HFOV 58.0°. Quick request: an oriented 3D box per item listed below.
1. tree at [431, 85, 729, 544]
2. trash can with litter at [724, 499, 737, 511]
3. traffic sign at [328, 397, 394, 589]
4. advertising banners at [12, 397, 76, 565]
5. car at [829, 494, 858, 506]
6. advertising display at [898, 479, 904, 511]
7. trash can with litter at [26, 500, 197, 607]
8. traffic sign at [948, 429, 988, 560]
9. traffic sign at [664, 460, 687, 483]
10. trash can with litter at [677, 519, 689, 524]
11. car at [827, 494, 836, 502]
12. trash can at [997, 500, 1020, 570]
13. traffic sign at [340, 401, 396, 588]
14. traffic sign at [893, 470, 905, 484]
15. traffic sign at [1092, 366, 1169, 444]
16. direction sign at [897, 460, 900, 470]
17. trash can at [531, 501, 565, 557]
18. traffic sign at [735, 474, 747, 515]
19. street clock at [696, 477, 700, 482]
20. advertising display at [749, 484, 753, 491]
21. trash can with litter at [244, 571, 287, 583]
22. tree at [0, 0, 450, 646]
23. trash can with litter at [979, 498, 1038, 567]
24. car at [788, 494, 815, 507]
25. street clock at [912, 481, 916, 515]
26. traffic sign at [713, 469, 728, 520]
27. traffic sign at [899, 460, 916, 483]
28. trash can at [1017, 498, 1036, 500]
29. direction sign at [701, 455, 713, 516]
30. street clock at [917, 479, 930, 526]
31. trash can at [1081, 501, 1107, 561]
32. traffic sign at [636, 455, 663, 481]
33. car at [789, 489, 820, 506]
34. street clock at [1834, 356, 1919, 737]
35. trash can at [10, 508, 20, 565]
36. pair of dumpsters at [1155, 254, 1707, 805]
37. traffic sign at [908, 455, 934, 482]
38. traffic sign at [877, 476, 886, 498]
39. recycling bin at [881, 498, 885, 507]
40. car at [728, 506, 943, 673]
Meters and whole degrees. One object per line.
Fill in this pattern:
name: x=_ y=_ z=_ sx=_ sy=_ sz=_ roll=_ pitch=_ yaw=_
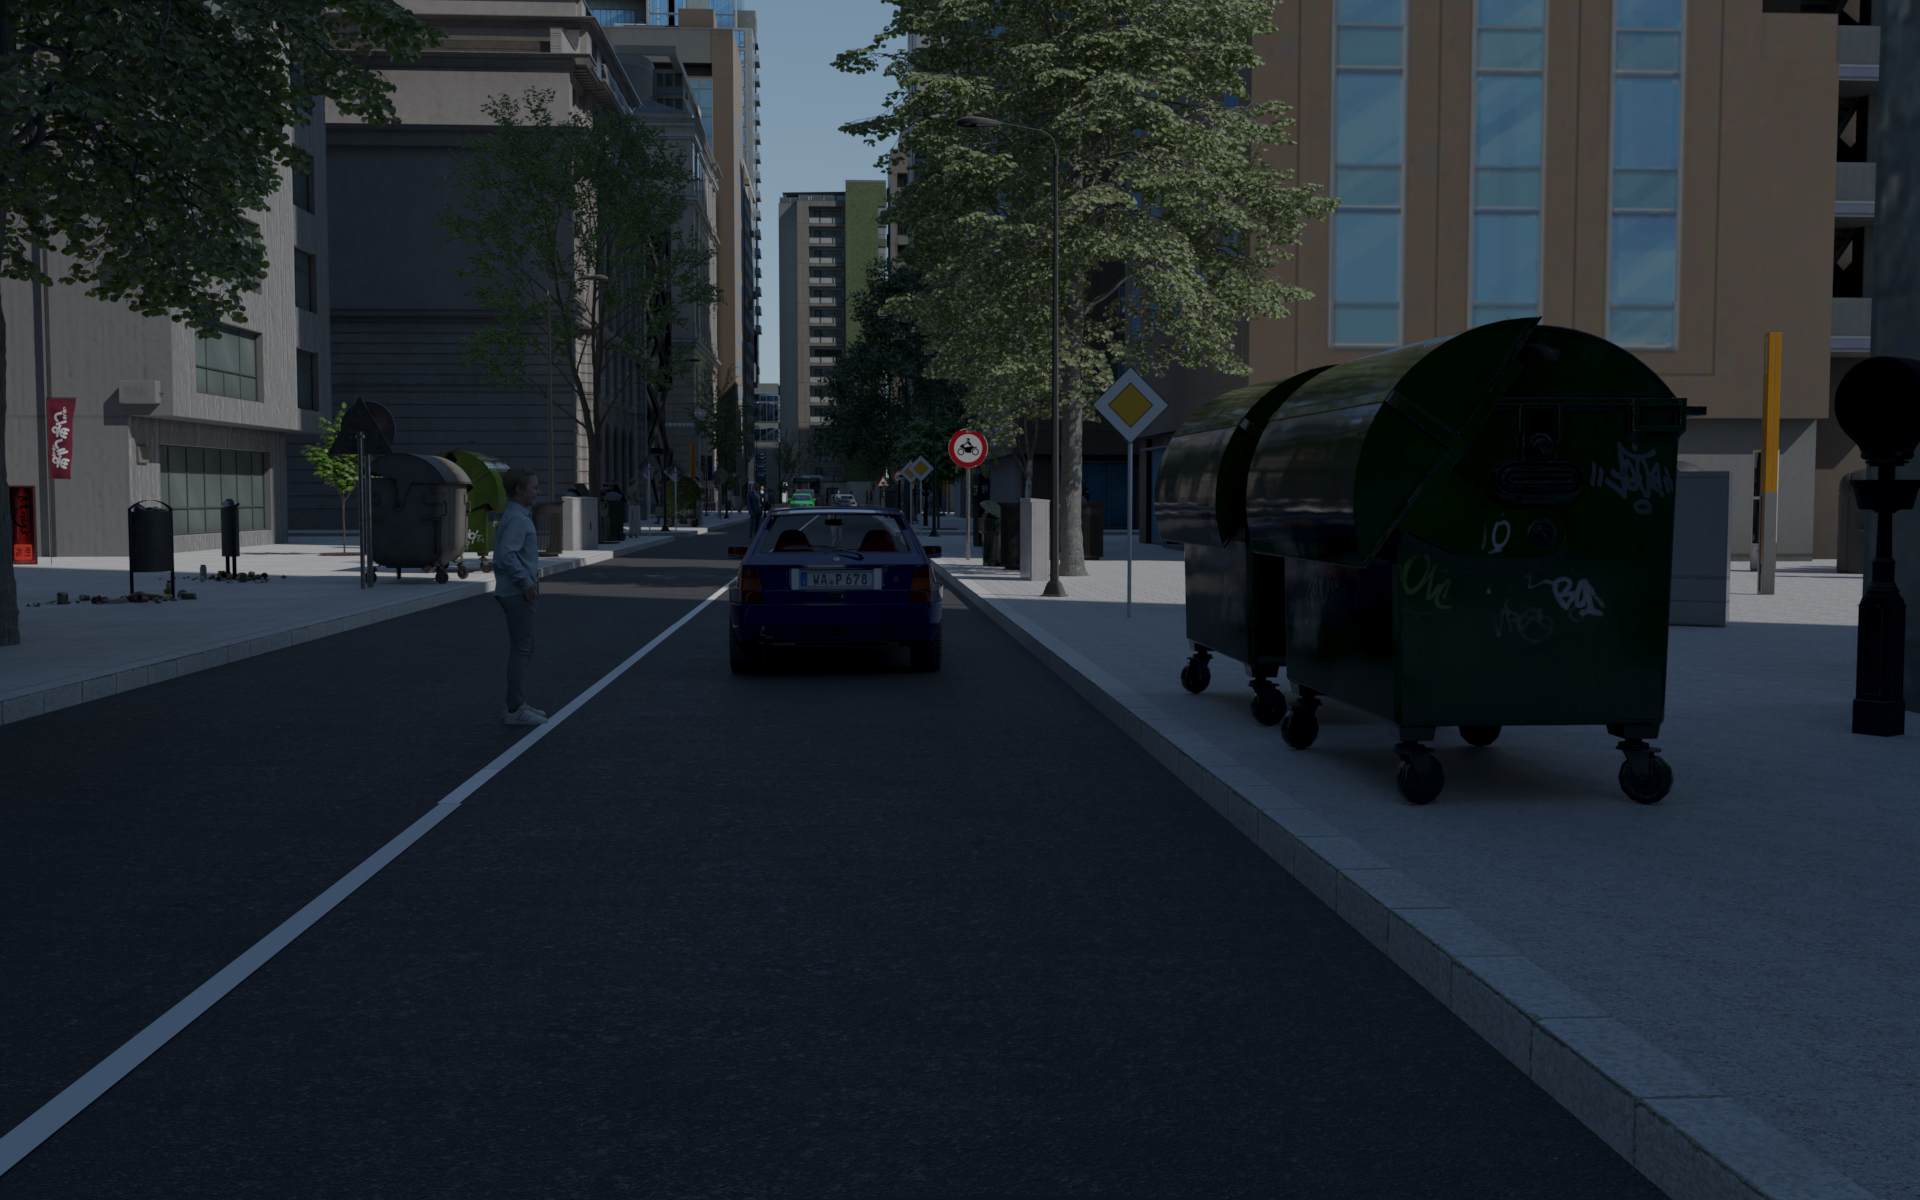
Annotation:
tree: x=-9.481 y=-7.260 z=44.457 sx=9.928 sy=11.665 sz=9.643 roll=0 pitch=3 yaw=0
trash can with litter: x=-17.618 y=-7.450 z=133.200 sx=1.055 sy=1.170 sz=0.624 roll=1 pitch=4 yaw=19
traffic sign: x=-8.066 y=-1.427 z=23.328 sx=0.884 sy=2.594 sz=0.081 roll=0 pitch=4 yaw=-1
advertising banners: x=-17.030 y=-2.151 z=31.356 sx=2.074 sy=3.025 sz=0.090 roll=0 pitch=4 yaw=-4
car: x=-8.136 y=-6.679 z=121.202 sx=2.014 sy=1.417 sz=4.499 roll=0 pitch=4 yaw=-5
advertising display: x=-2.552 y=-4.254 z=74.772 sx=0.123 sy=1.923 sz=0.974 roll=0 pitch=4 yaw=6
trash can with litter: x=-10.088 y=-0.588 z=20.670 sx=1.678 sy=1.210 sz=2.233 roll=3 pitch=4 yaw=39
traffic sign: x=0.161 y=-2.053 z=33.679 sx=0.768 sy=2.556 sz=0.104 roll=0 pitch=4 yaw=4
traffic sign: x=-9.755 y=-3.495 z=59.339 sx=0.795 sy=2.593 sz=0.064 roll=0 pitch=4 yaw=-4
trash can with litter: x=-11.514 y=-3.808 z=73.650 sx=1.055 sy=1.170 sz=0.624 roll=1 pitch=4 yaw=12
car: x=-10.835 y=-8.658 z=153.554 sx=2.014 sy=1.417 sz=4.499 roll=0 pitch=4 yaw=-4
trash can: x=0.989 y=-1.086 z=29.403 sx=0.748 sy=1.137 sz=0.748 roll=0 pitch=3 yaw=0
traffic sign: x=-8.101 y=-1.444 z=23.717 sx=0.768 sy=2.556 sz=0.104 roll=0 pitch=4 yaw=2
traffic sign: x=-3.045 y=-5.401 z=88.406 sx=0.768 sy=2.556 sz=0.104 roll=0 pitch=4 yaw=-2
traffic sign: x=1.779 y=-1.113 z=17.923 sx=0.795 sy=2.593 sz=0.064 roll=0 pitch=4 yaw=-1
direction sign: x=-3.513 y=-6.537 z=98.882 sx=0.379 sy=3.537 sz=0.876 roll=0 pitch=4 yaw=5
trash can: x=-8.438 y=-1.451 z=35.372 sx=0.748 sy=1.137 sz=0.748 roll=0 pitch=3 yaw=0
traffic sign: x=-13.644 y=-6.586 z=107.781 sx=0.768 sy=2.556 sz=0.104 roll=0 pitch=4 yaw=-2
street clock: x=-10.750 y=-4.006 z=70.074 sx=0.471 sy=2.002 sz=0.358 roll=-1 pitch=4 yaw=-8
advertising display: x=-12.939 y=-6.278 z=107.862 sx=0.123 sy=1.923 sz=0.974 roll=1 pitch=4 yaw=10
trash can with litter: x=-10.853 y=-0.894 z=25.676 sx=1.678 sy=1.210 sz=2.233 roll=-2 pitch=4 yaw=-33
tree: x=-7.832 y=-5.894 z=14.501 sx=7.486 sy=12.596 sz=7.792 roll=0 pitch=3 yaw=0
trash can with litter: x=0.828 y=-1.182 z=30.711 sx=1.055 sy=1.170 sz=0.624 roll=3 pitch=5 yaw=44
car: x=-11.270 y=-7.008 z=123.373 sx=1.959 sy=1.807 sz=4.718 roll=0 pitch=4 yaw=-5
street clock: x=-2.546 y=-5.697 z=97.721 sx=0.358 sy=2.002 sz=0.471 roll=-1 pitch=4 yaw=-15
traffic sign: x=-12.052 y=-5.320 z=87.089 sx=0.768 sy=2.556 sz=0.104 roll=0 pitch=4 yaw=0
traffic sign: x=-1.677 y=-3.527 z=59.850 sx=0.795 sy=2.593 sz=0.064 roll=0 pitch=4 yaw=-4
trash can: x=2.356 y=-2.980 z=60.377 sx=0.748 sy=1.137 sz=0.748 roll=0 pitch=3 yaw=0
direction sign: x=-14.892 y=-6.709 z=101.697 sx=0.876 sy=3.537 sz=0.379 roll=-3 pitch=5 yaw=-42
street clock: x=-1.377 y=-3.964 z=69.380 sx=0.471 sy=2.002 sz=0.358 roll=0 pitch=4 yaw=5
trash can: x=2.482 y=-1.343 z=33.620 sx=0.748 sy=1.137 sz=0.748 roll=0 pitch=3 yaw=0
traffic sign: x=-9.229 y=-3.008 z=51.372 sx=0.795 sy=2.593 sz=0.064 roll=0 pitch=4 yaw=-4
car: x=-11.816 y=-7.538 z=131.917 sx=2.281 sy=1.827 sz=5.304 roll=0 pitch=4 yaw=-3
street clock: x=4.910 y=-0.283 z=9.201 sx=0.358 sy=2.002 sz=0.471 roll=-2 pitch=4 yaw=-34
trash can: x=-9.883 y=-0.355 z=17.455 sx=0.748 sy=1.137 sz=0.748 roll=0 pitch=3 yaw=0
pair of dumpsters: x=2.181 y=-0.405 z=9.115 sx=1.574 sy=2.255 sz=4.437 roll=0 pitch=4 yaw=-4
traffic sign: x=-1.151 y=-3.039 z=51.882 sx=0.795 sy=2.593 sz=0.064 roll=0 pitch=4 yaw=-4
traffic sign: x=-5.257 y=-7.291 z=119.203 sx=0.884 sy=2.594 sz=0.081 roll=0 pitch=4 yaw=-1
recycling bin: x=-4.898 y=-6.462 z=118.199 sx=0.722 sy=1.027 sz=0.722 roll=3 pitch=5 yaw=43
car: x=-1.100 y=-0.166 z=15.298 sx=1.945 sy=1.354 sz=3.894 roll=0 pitch=4 yaw=-4
